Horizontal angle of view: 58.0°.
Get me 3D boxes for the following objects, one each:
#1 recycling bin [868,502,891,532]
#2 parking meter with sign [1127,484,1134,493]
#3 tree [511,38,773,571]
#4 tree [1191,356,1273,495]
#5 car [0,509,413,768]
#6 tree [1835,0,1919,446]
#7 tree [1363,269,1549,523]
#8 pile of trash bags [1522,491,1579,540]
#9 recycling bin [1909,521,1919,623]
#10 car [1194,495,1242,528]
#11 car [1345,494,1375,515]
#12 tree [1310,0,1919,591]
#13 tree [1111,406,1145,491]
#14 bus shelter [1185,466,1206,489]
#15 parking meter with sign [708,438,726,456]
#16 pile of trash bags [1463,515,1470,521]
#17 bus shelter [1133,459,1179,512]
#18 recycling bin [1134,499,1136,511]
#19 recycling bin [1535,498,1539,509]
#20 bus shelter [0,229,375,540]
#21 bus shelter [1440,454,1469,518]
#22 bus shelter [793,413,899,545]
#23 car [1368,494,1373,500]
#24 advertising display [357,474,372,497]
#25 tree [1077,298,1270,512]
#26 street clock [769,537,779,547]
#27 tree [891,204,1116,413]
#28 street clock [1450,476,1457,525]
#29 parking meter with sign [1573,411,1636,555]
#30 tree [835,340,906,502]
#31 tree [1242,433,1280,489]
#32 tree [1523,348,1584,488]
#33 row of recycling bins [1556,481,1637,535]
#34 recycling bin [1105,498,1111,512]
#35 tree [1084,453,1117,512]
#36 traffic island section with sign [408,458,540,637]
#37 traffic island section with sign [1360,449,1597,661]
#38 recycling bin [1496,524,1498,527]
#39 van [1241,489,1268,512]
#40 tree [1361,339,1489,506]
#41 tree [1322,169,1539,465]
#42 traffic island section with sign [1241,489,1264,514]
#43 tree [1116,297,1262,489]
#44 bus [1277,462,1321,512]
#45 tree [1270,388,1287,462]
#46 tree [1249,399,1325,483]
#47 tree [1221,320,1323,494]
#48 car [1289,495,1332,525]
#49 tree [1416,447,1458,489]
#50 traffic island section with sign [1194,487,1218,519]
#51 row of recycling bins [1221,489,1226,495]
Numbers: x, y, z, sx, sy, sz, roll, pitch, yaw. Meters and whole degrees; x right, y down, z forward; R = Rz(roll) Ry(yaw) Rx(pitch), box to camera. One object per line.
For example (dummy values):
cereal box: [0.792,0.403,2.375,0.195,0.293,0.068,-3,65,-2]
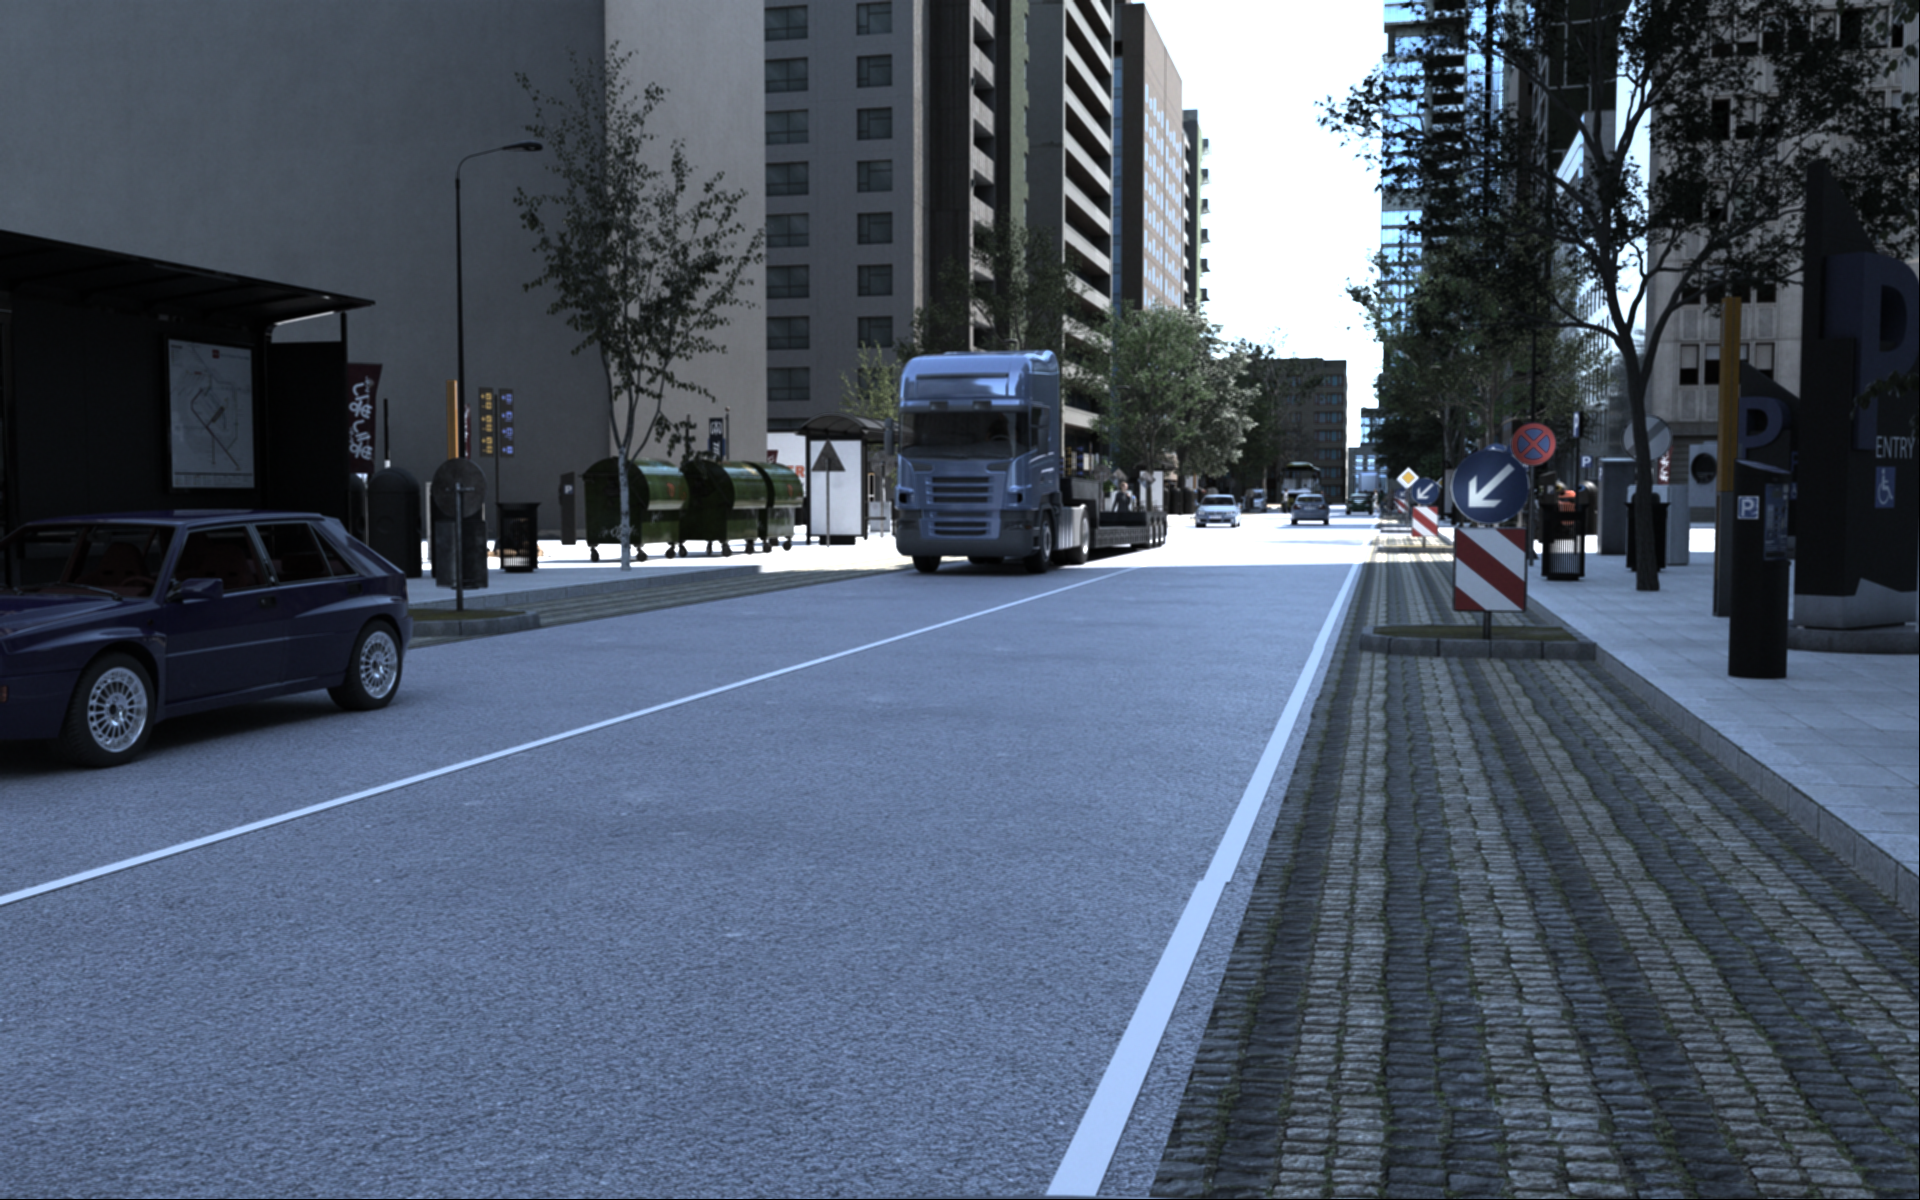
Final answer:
recycling bin: [-2.706,-2.798,58.308,0.722,1.027,0.722,0,4,-8]
parking meter with sign: [12.584,-8.132,129.220,1.738,3.016,0.543,0,4,-7]
tree: [-5.459,-4.779,28.499,4.360,8.622,3.978,0,3,0]
tree: [22.036,-13.760,143.103,7.486,12.596,7.792,0,3,0]
car: [-4.976,0.132,10.427,1.945,1.354,3.894,1,4,13]
tree: [6.393,-3.598,9.194,4.360,8.622,3.978,0,3,0]
tree: [22.231,-9.282,77.510,9.928,11.665,9.643,0,3,0]
pile of trash bags: [16.510,-2.379,48.647,1.912,1.369,3.447,0,4,-4]
recycling bin: [9.302,-0.255,16.725,0.722,1.027,0.722,-1,4,-18]
car: [11.195,-3.851,74.966,2.014,1.417,4.499,1,4,12]
car: [28.287,-6.774,122.560,2.131,1.459,4.920,1,4,14]
tree: [9.184,-5.423,23.073,8.767,10.594,7.601,0,4,1]
tree: [13.493,-11.729,142.126,4.737,8.622,4.395,0,3,0]
bus shelter: [16.989,-8.136,126.952,2.014,3.302,5.546,1,4,14]
parking meter with sign: [-7.681,-3.492,53.359,0.543,3.016,1.738,0,4,6]
pile of trash bags: [23.991,-4.307,80.168,1.912,1.369,3.447,0,3,0]
bus shelter: [11.632,-6.654,102.712,2.014,3.302,5.546,1,4,14]
recycling bin: [10.289,-5.713,105.964,0.722,1.027,0.722,-3,4,-36]
recycling bin: [25.950,-3.997,77.900,0.722,1.027,0.722,0,4,3]
bus shelter: [-8.674,-1.657,18.374,1.731,3.624,6.357,1,4,14]
bus shelter: [26.063,-5.887,90.176,2.014,3.302,5.546,1,4,14]
bus shelter: [-2.539,-3.175,45.831,2.014,3.302,5.546,1,4,14]
car: [42.735,-10.546,182.216,2.009,1.686,4.222,1,4,16]
advertising display: [-15.438,-2.422,44.811,0.123,1.923,0.974,-3,5,-40]
tree: [10.004,-10.135,91.469,9.928,11.665,9.643,0,3,0]
street clock: [-4.547,-2.301,42.184,0.471,2.002,0.358,-2,4,-30]
tree: [1.329,-7.488,56.836,8.767,10.594,7.601,2,4,27]
street clock: [20.303,-4.072,71.152,0.358,2.002,0.471,2,4,25]
parking meter with sign: [13.850,-2.460,36.475,1.738,3.016,0.543,0,4,7]
tree: [-3.777,-8.049,81.963,4.737,8.622,4.395,0,3,0]
tree: [28.551,-13.170,165.690,4.360,8.622,3.978,0,3,0]
tree: [29.231,-8.194,84.330,4.360,8.622,3.978,0,3,0]
row of recycling bins: [19.966,-2.889,54.351,1.069,1.692,3.534,-3,5,-44]
recycling bin: [10.338,-6.454,118.074,0.722,1.027,0.722,3,5,44]
tree: [6.911,-5.376,82.497,1.663,3.219,1.824,0,3,0]
traffic island section with sign: [-5.558,-0.588,18.239,1.989,1.847,2.006,1,4,14]
traffic island section with sign: [4.718,-0.447,15.944,1.989,1.847,2.006,1,4,14]
recycling bin: [15.925,-2.377,51.416,0.722,1.027,0.722,2,4,35]
van: [22.769,-7.752,133.763,2.013,2.044,4.112,1,4,14]
tree: [35.828,-13.865,133.344,9.857,13.997,8.962,0,3,0]
tree: [28.524,-15.143,103.479,12.611,20.169,13.585,0,3,0]
traffic island section with sign: [21.290,-7.241,127.014,1.989,1.847,2.006,1,4,14]
tree: [14.515,-12.558,111.985,9.857,13.997,8.962,0,3,0]
bus: [27.151,-8.950,137.873,2.896,3.916,12.252,1,4,14]
tree: [25.448,-14.068,155.774,9.928,11.665,9.643,0,3,0]
tree: [40.203,-18.706,216.205,12.009,13.543,11.850,0,3,0]
tree: [34.067,-20.221,186.507,12.611,20.169,13.585,0,3,0]
car: [16.561,-4.272,81.848,2.014,1.417,4.499,1,4,13]
tree: [33.620,-8.416,121.311,4.285,4.588,4.351,0,3,0]
traffic island section with sign: [14.599,-5.580,99.861,1.989,1.847,2.006,1,4,14]
row of recycling bins: [21.453,-8.417,144.735,1.069,1.692,3.534,1,4,23]
